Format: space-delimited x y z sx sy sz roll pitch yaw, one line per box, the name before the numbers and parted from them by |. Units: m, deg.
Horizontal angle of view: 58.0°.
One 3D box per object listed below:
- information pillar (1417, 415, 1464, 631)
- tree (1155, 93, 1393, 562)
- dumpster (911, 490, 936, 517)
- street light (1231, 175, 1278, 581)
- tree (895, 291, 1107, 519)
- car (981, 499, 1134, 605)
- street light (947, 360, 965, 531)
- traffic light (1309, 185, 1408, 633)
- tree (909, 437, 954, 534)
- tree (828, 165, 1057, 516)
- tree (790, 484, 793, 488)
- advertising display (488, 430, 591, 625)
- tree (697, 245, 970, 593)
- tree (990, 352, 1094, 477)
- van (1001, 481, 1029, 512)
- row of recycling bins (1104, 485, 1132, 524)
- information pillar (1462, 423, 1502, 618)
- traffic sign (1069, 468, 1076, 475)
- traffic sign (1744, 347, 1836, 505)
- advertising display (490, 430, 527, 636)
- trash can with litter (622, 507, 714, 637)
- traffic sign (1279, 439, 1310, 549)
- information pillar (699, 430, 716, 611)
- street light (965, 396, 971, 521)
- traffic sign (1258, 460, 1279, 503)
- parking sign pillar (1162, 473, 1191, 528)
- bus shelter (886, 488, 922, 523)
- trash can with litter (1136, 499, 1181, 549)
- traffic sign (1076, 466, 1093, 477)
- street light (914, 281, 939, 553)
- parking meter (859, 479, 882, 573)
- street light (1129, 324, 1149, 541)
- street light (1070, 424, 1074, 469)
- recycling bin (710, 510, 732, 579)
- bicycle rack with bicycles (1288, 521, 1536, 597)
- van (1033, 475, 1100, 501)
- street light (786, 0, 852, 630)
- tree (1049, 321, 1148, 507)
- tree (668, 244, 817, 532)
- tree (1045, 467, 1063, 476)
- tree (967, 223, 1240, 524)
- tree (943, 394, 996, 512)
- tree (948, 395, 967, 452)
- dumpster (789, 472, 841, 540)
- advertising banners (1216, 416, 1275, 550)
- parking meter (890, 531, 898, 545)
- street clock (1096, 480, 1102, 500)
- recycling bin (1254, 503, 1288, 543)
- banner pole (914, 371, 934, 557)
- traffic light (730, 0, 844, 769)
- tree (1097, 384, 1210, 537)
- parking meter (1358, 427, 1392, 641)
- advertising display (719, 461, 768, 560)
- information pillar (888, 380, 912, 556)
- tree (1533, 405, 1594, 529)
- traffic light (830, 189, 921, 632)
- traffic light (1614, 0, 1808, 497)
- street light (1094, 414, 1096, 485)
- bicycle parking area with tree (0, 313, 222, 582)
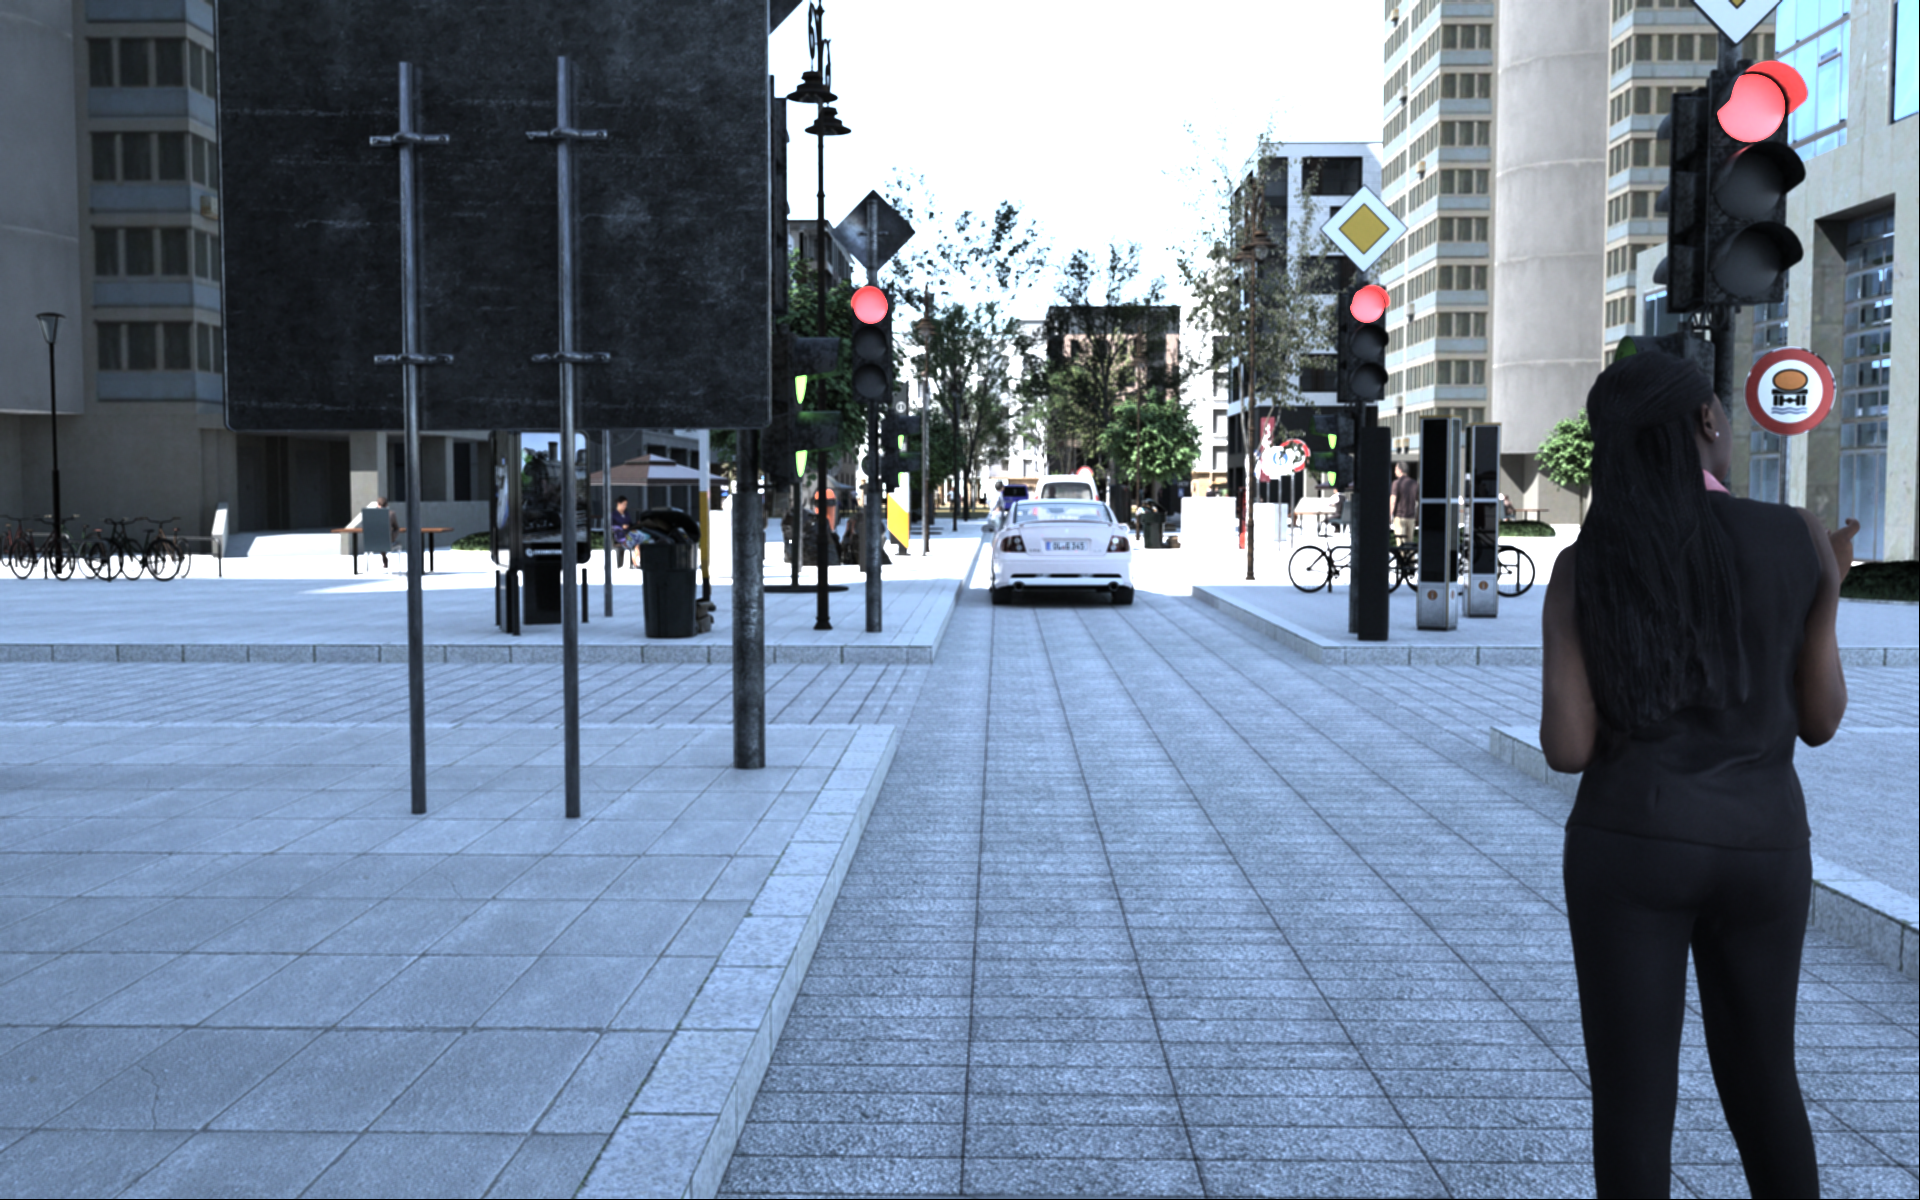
information pillar | 4.506 -0.722 16.297 0.304 2.012 0.304 2 4 34
tree | 5.618 -5.005 32.190 4.360 8.622 3.978 0 3 0
dumpster | -1.792 -4.327 73.243 1.502 2.255 1.985 0 4 1
street light | 4.312 -3.227 25.548 0.468 5.910 1.993 0 4 1
tree | 0.364 -9.910 87.791 9.928 11.665 9.643 0 3 0
car | 1.335 -0.703 23.854 2.083 1.381 4.827 0 4 0
street light | -0.177 -5.330 59.932 0.468 5.910 1.993 0 4 1
traffic light | 3.656 -1.651 15.913 0.839 4.253 0.868 0 4 1
tree | -1.149 -3.733 55.642 1.663 3.219 1.824 0 3 0
tree | -1.627 -15.052 101.986 12.611 20.169 13.585 0 3 0
tree | -6.873 -4.988 76.163 1.663 3.219 1.824 0 3 0
advertising display | -4.127 -0.724 17.049 0.974 1.923 0.123 -2 4 -27
tree | -2.245 -2.400 22.959 4.285 4.588 4.351 0 3 0
tree | 7.194 -14.661 150.071 12.009 13.543 11.850 0 3 0
van | 3.554 -6.808 115.689 2.240 2.365 5.245 0 4 0
row of recycling bins | 6.904 -4.223 76.156 1.069 1.692 3.534 1 4 13
information pillar | 5.418 -0.826 17.996 0.304 2.012 0.304 0 4 4
traffic sign | 5.700 -5.360 87.640 0.884 2.594 0.081 0 4 4
traffic sign | 7.195 -0.918 15.109 0.768 2.556 0.104 0 4 4
advertising display | -4.186 -0.662 16.043 0.123 1.923 0.974 -1 4 -23
trash can with litter | -2.622 -0.268 15.777 0.624 1.170 1.055 0 4 7
traffic sign | 7.703 -2.446 40.106 0.768 2.556 0.104 0 4 7
information pillar | -2.788 -1.685 18.899 0.183 3.616 0.504 0 4 -4
street light | 0.275 -6.647 81.472 0.468 5.910 1.993 0 4 1
traffic sign | 8.446 -2.775 47.499 0.606 2.300 0.079 1 4 11
parking sign pillar | 8.280 -4.751 66.144 1.447 3.967 1.447 -3 5 -45
bus shelter | -2.322 -5.350 78.751 1.731 3.624 6.357 0 4 1
trash can with litter | 4.671 -1.772 40.365 1.055 1.170 0.624 -2 4 -30
traffic sign | 5.700 -4.830 79.071 0.768 2.556 0.104 1 4 10
street light | -0.723 -3.971 37.718 0.468 5.910 1.993 0 4 1
parking meter | -1.466 -1.219 28.334 0.372 1.533 0.369 0 3 0
street light | 4.864 -4.550 47.187 0.468 5.910 1.993 0 4 1
street light | 5.880 -7.176 90.113 0.468 5.910 1.993 0 4 1
recycling bin | -3.428 -0.848 26.413 0.722 1.027 0.722 -1 4 -16
bicycle rack with bicycles | 6.102 -0.554 22.444 2.925 0.926 2.852 3 5 44
van | 2.432 -2.027 40.146 2.013 2.044 4.112 0 4 2
street light | -1.300 -2.659 16.257 0.468 5.910 1.993 0 4 1
tree | 6.049 -7.514 73.222 4.737 8.622 4.395 0 3 0
tree | -6.919 -7.469 56.528 7.601 10.594 8.767 0 4 6
tree | 7.074 -7.938 124.384 1.663 3.219 1.824 0 3 0
tree | 5.539 -7.620 58.998 8.767 10.594 7.601 1 4 15
tree | 0.827 -10.780 126.616 4.360 8.622 3.978 0 3 0
tree | 1.467 -12.462 138.169 7.601 10.594 8.767 -1 4 -10
dumpster | -3.842 -2.447 45.774 1.264 1.857 1.865 0 4 1
advertising banners | 6.541 -2.661 39.687 0.090 3.025 2.074 -2 4 -28
parking meter | -1.660 -2.338 43.933 0.255 1.863 0.399 0 4 -2
street clock | 7.226 -5.236 90.176 0.358 2.002 0.471 -1 4 -14
recycling bin | 8.258 -2.057 46.190 0.722 1.027 0.722 3 5 45
banner pole | -0.696 -2.786 35.573 0.401 3.779 0.863 1 4 10
traffic light | -0.972 -1.168 8.018 0.839 4.253 0.868 0 4 1
tree | 5.817 -4.179 52.038 4.285 4.588 4.351 0 3 0
parking meter | 3.650 -0.583 15.247 0.255 1.863 0.399 1 4 16
advertising display | -4.208 -1.739 33.649 0.974 1.923 0.123 1 4 16
information pillar | -1.255 -2.714 35.729 0.504 3.616 0.183 2 4 30
tree | 22.957 -4.916 64.087 4.285 4.588 4.351 0 3 0
traffic light | -0.784 -1.656 16.001 0.839 4.253 0.868 0 4 1
traffic light | 3.469 -1.163 7.930 0.839 4.253 0.868 0 4 1
street light | 5.346 -5.863 68.650 0.468 5.910 1.993 0 4 1
bicycle parking area with tree | -15.776 -2.344 25.326 8.231 4.147 9.016 -3 5 -42
